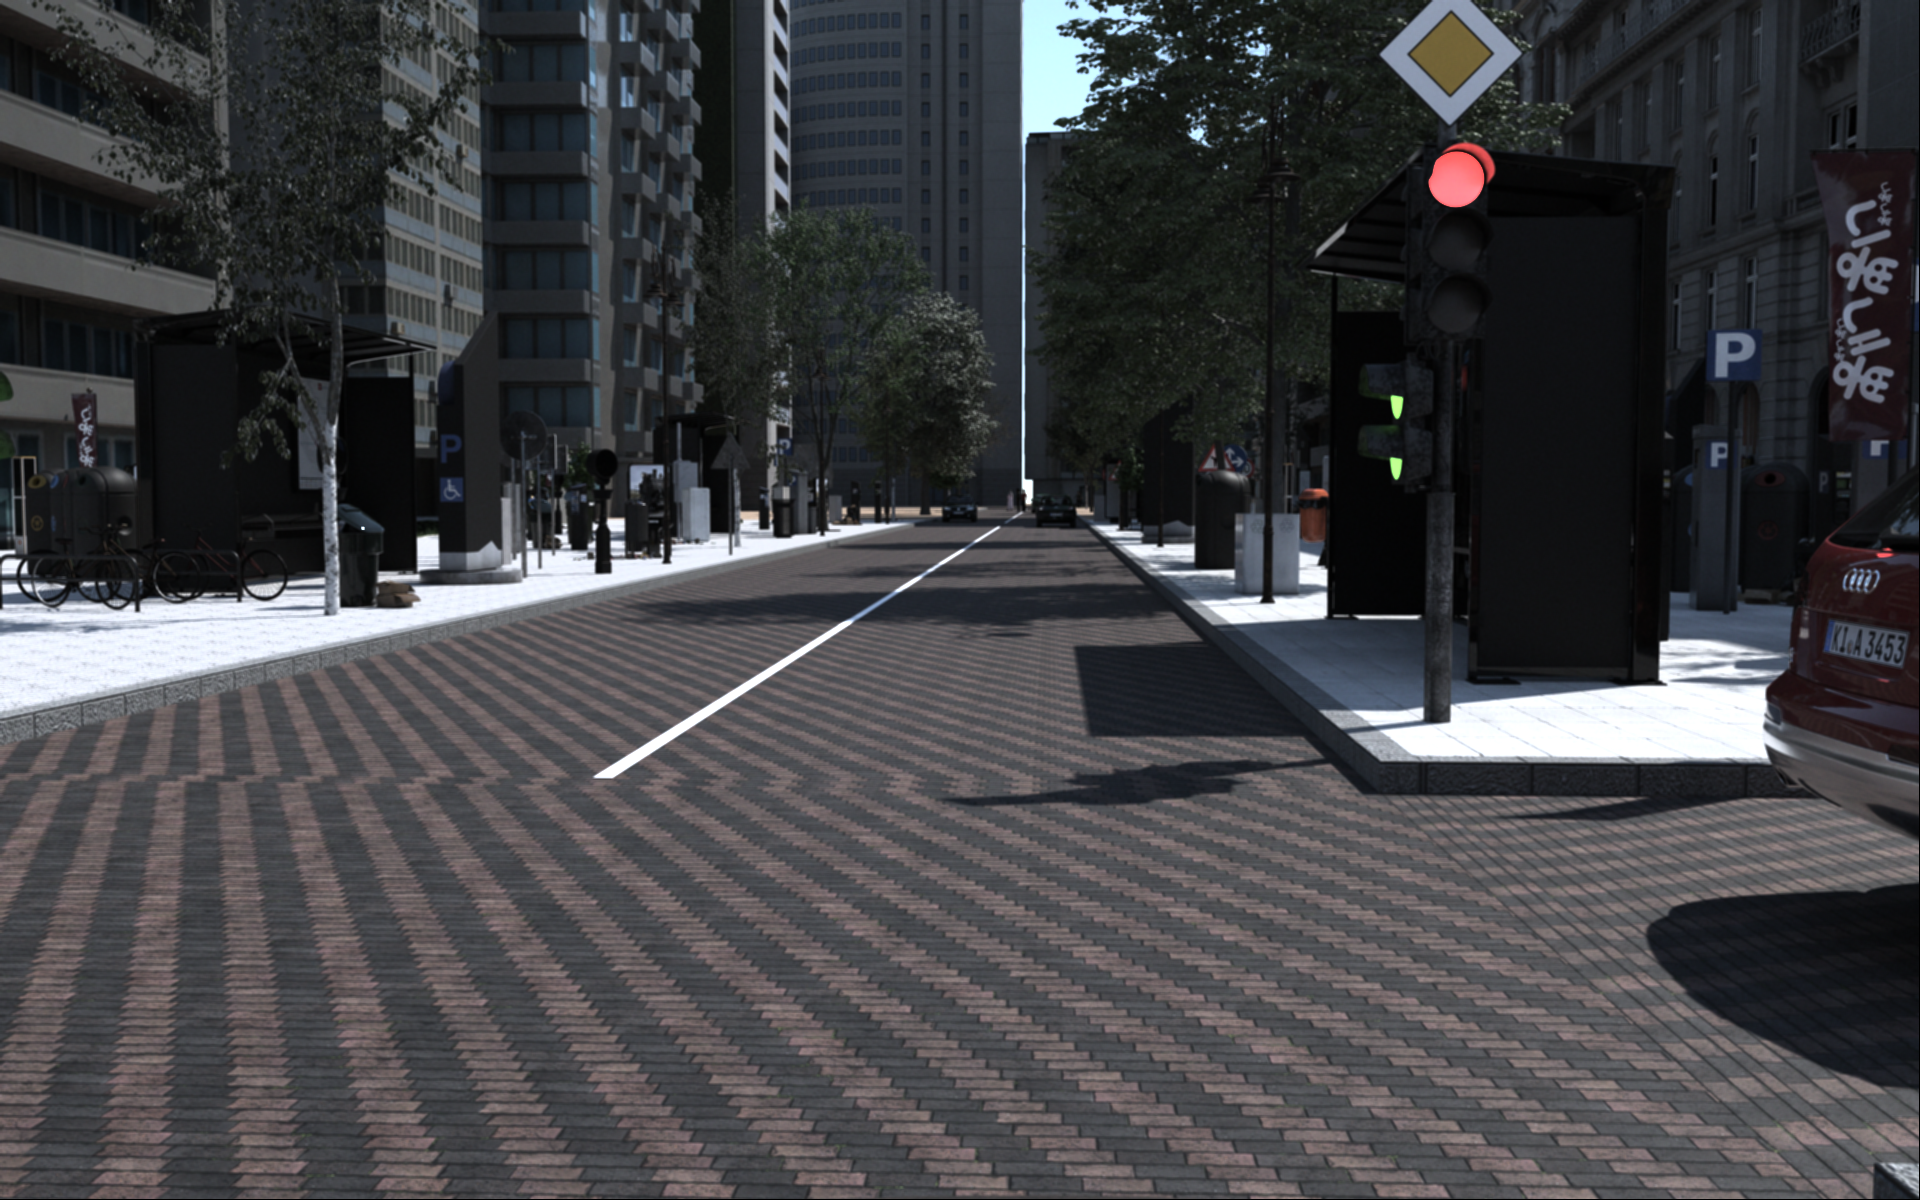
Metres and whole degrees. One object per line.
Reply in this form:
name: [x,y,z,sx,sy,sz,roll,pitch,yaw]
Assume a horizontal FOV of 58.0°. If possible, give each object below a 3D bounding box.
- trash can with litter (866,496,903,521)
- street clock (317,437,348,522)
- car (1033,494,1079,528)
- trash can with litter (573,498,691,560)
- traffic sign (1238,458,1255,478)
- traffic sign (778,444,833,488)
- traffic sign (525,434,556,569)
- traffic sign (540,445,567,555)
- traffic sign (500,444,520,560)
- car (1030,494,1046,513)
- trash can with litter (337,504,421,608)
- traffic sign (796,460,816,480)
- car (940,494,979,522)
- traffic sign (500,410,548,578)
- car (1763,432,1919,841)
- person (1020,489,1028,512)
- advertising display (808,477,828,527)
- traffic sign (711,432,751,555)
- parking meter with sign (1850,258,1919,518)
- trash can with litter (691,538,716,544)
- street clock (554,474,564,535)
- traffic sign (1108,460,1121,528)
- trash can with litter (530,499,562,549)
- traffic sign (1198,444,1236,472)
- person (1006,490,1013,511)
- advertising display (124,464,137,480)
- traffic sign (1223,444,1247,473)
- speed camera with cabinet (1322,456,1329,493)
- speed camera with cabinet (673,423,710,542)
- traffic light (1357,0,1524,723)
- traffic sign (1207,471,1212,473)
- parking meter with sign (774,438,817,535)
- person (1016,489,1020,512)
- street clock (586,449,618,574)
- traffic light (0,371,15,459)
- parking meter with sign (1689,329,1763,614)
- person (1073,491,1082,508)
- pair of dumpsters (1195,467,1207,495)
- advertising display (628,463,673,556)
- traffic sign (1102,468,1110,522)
trash can with litter: [-3.518,-4.343,82.063,1.678,1.210,2.233,-1,4,-9]
street clock: [-8.001,-1.074,22.125,0.358,2.002,0.471,0,4,0]
car: [4.184,-4.014,75.422,2.009,1.686,4.222,0,4,3]
trash can with litter: [-6.809,-1.427,34.397,2.233,1.210,1.678,-3,5,-43]
traffic sign: [9.794,-3.652,59.822,0.768,2.556,0.104,0,4,7]
traffic sign: [-6.347,-4.712,70.911,2.265,3.308,0.079,0,4,4]
traffic sign: [-7.223,-1.688,29.733,0.606,2.300,0.079,1,4,12]
traffic sign: [-8.479,-2.077,36.082,0.606,2.300,0.079,0,4,4]
traffic sign: [-8.699,-2.057,33.739,0.768,2.556,0.104,1,4,9]
car: [6.336,-7.269,130.654,2.131,1.459,4.920,0,4,4]
trash can with litter: [-6.655,-0.511,19.744,1.055,1.170,0.624,1,4,18]
traffic sign: [-5.785,-3.981,65.194,0.768,2.556,0.104,0,4,5]
car: [0.002,-4.859,89.238,2.009,1.686,4.222,0,4,2]
traffic sign: [-6.667,-1.610,26.428,0.768,2.556,0.104,0,4,7]
car: [5.372,0.206,5.299,5.304,1.827,2.281,0,4,4]
person: [5.052,-7.912,137.800,0.705,1.831,1.348,-2,4,-33]
advertising display: [-5.693,-3.785,67.106,0.974,1.923,0.123,0,4,1]
traffic sign: [-4.827,-2.226,36.392,0.884,2.594,0.081,1,4,13]
parking meter with sign: [7.314,-1.066,13.683,0.543,3.016,1.738,2,4,25]
trash can with litter: [-7.397,-2.038,44.381,2.233,1.210,1.678,0,4,4]
street clock: [-12.753,-3.082,54.957,0.358,2.002,0.471,1,4,9]
traffic sign: [6.058,-4.016,65.663,0.884,2.594,0.081,1,4,10]
trash can with litter: [-9.668,-1.793,40.696,0.624,1.170,1.055,-3,5,-41]
traffic sign: [6.052,-2.499,40.859,0.884,2.594,0.081,0,4,7]
person: [4.308,-8.539,148.787,0.621,1.740,0.551,3,5,42]
advertising display: [-18.484,-2.062,38.926,0.974,1.923,0.123,3,5,39]
traffic sign: [6.960,-2.707,44.357,0.768,2.556,0.104,0,4,7]
speed camera with cabinet: [9.361,-2.890,41.587,0.660,3.252,2.038,-1,4,-11]
speed camera with cabinet: [-7.354,-3.248,47.442,0.660,3.252,2.038,-1,4,-21]
traffic light: [2.673,-1.268,9.658,0.839,4.253,0.868,0,4,3]
traffic sign: [10.228,-4.203,69.900,0.795,2.450,0.064,0,4,4]
parking meter with sign: [-5.127,-3.586,54.892,0.543,3.016,1.738,2,4,23]
person: [4.507,-7.761,135.022,0.705,1.869,1.348,0,4,3]
street clock: [-5.762,-1.428,27.923,0.358,2.002,0.471,3,5,40]
traffic light: [-6.027,-1.295,10.097,0.839,4.253,0.868,0,4,3]
parking meter with sign: [8.411,-1.404,19.209,0.543,3.016,1.738,1,4,16]
person: [11.232,-9.537,165.138,0.721,1.735,1.217,-3,5,-41]
pair of dumpsters: [8.633,-3.746,63.744,1.574,2.255,4.437,0,4,3]
advertising display: [-6.427,-1.883,35.999,0.974,1.923,0.123,1,4,16]
traffic sign: [6.795,-4.776,78.193,0.768,2.556,0.104,0,4,6]
